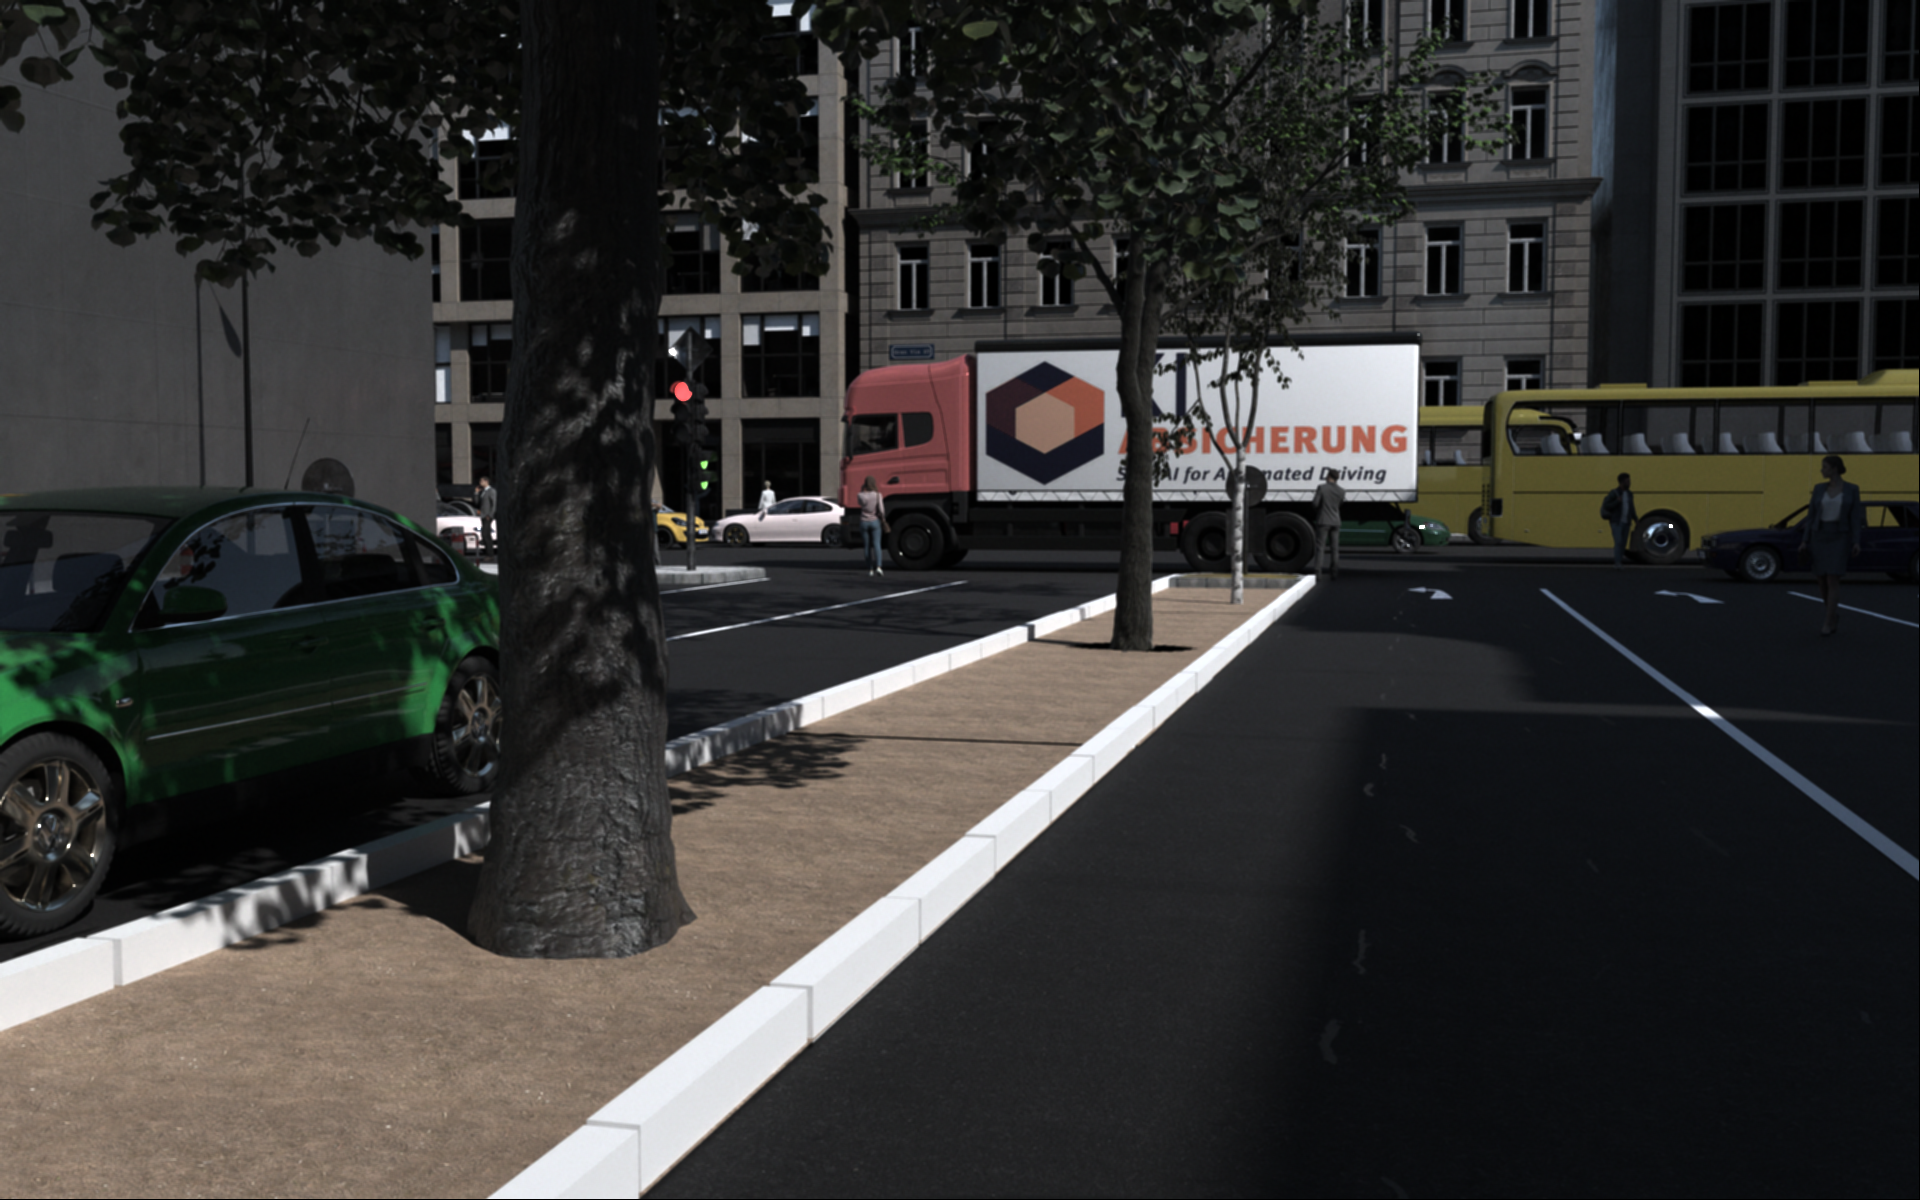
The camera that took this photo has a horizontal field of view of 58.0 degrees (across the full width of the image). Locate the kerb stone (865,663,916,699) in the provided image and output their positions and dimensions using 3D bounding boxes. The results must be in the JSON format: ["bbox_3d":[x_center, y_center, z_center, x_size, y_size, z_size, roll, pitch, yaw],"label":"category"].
[{"bbox_3d":[-0.532,0.596,12.467,0.120,0.150,1.000,1,4,15],"label":"kerb stone"}]

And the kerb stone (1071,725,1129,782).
[{"bbox_3d":[0.727,0.807,9.003,0.120,0.150,1.000,1,4,15],"label":"kerb stone"}]

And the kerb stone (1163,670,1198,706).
[{"bbox_3d":[1.509,0.627,11.981,0.120,0.150,1.000,1,4,15],"label":"kerb stone"}]

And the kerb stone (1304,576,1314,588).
[{"bbox_3d":[5.175,-0.223,25.927,0.120,0.150,1.000,1,4,15],"label":"kerb stone"}]

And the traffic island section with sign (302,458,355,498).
[{"bbox_3d":[-7.030,-0.592,18.305,1.989,1.847,2.006,1,4,15],"label":"traffic island section with sign"}]

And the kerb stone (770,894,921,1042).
[{"bbox_3d":[-0.315,1.051,5.019,0.120,0.150,1.000,1,4,15],"label":"kerb stone"}]

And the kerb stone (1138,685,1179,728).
[{"bbox_3d":[1.249,0.688,10.988,0.120,0.150,1.000,1,4,15],"label":"kerb stone"}]

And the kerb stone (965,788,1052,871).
[{"bbox_3d":[0.203,0.929,7.010,0.120,0.150,1.000,1,4,15],"label":"kerb stone"}]

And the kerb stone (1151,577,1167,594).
[{"bbox_3d":[2.866,-0.195,25.384,0.120,0.150,1.000,1,4,15],"label":"kerb stone"}]

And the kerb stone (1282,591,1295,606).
[{"bbox_3d":[4.121,0.016,21.938,0.120,0.150,1.000,1,4,15],"label":"kerb stone"}]

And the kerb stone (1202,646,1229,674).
[{"bbox_3d":[2.033,0.508,13.971,0.120,0.150,1.000,1,4,15],"label":"kerb stone"}]

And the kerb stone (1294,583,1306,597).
[{"bbox_3d":[4.652,-0.105,23.930,0.120,0.150,1.000,1,4,15],"label":"kerb stone"}]

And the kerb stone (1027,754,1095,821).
[{"bbox_3d":[0.465,0.872,8.011,0.120,0.150,1.000,1,4,15],"label":"kerb stone"}]

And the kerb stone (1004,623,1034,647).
[{"bbox_3d":[0.517,0.353,16.453,0.120,0.150,1.000,1,4,15],"label":"kerb stone"}]

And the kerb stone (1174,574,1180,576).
[{"bbox_3d":[3.379,-0.312,27.379,0.120,0.150,1.000,1,4,15],"label":"kerb stone"}]

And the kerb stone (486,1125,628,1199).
[{"bbox_3d":[-0.833,1.172,3.028,0.120,0.150,1.000,1,4,15],"label":"kerb stone"}]

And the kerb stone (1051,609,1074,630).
[{"bbox_3d":[1.032,0.230,18.439,0.120,0.150,1.000,1,4,15],"label":"kerb stone"}]

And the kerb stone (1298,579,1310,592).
[{"bbox_3d":[4.912,-0.167,24.924,0.120,0.150,1.000,1,4,15],"label":"kerb stone"}]

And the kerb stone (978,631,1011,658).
[{"bbox_3d":[0.257,0.415,15.454,0.120,0.150,1.000,1,4,15],"label":"kerb stone"}]

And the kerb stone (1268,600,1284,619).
[{"bbox_3d":[3.606,0.139,19.947,0.120,0.150,1.000,1,4,15],"label":"kerb stone"}]

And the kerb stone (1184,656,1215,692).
[{"bbox_3d":[1.778,0.564,12.975,0.120,0.150,1.000,1,4,15],"label":"kerb stone"}]

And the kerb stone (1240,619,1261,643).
[{"bbox_3d":[2.823,0.320,16.966,0.120,0.150,1.000,1,4,15],"label":"kerb stone"}]

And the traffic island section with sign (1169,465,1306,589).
[{"bbox_3d":[4.401,-1.157,27.054,2.006,1.907,1.989,1,4,15],"label":"traffic island section with sign"}]

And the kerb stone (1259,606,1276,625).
[{"bbox_3d":[3.334,0.200,18.953,0.120,0.150,1.000,1,4,15],"label":"kerb stone"}]

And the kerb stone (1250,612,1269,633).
[{"bbox_3d":[3.080,0.259,17.959,0.120,0.150,1.000,1,4,15],"label":"kerb stone"}]

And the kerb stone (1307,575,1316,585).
[{"bbox_3d":[5.442,-0.290,26.942,0.120,0.150,1.000,1,4,15],"label":"kerb stone"}]

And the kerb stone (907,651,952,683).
[{"bbox_3d":[-0.273,0.534,13.460,0.120,0.150,1.000,1,4,15],"label":"kerb stone"}]

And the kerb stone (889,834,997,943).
[{"bbox_3d":[-0.055,0.994,6.012,0.120,0.150,1.000,1,4,15],"label":"kerb stone"}]

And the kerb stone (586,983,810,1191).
[{"bbox_3d":[-0.581,1.112,4.022,0.120,0.150,1.000,1,4,15],"label":"kerb stone"}]

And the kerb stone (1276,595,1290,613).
[{"bbox_3d":[3.866,0.079,20.942,0.120,0.150,1.000,1,4,15],"label":"kerb stone"}]

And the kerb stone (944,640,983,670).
[{"bbox_3d":[-0.007,0.475,14.461,0.120,0.150,1.000,1,4,15],"label":"kerb stone"}]

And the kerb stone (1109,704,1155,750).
[{"bbox_3d":[0.981,0.748,9.997,0.120,0.150,1.000,1,4,15],"label":"kerb stone"}]

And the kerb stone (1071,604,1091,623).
[{"bbox_3d":[1.292,0.176,19.432,0.120,0.150,1.000,1,4,15],"label":"kerb stone"}]

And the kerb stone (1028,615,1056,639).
[{"bbox_3d":[0.779,0.291,17.445,0.120,0.150,1.000,1,4,15],"label":"kerb stone"}]

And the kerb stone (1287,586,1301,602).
[{"bbox_3d":[4.383,-0.045,22.930,0.120,0.150,1.000,1,4,15],"label":"kerb stone"}]

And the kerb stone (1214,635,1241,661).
[{"bbox_3d":[2.292,0.442,14.964,0.120,0.150,1.000,1,4,15],"label":"kerb stone"}]

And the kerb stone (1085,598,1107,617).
[{"bbox_3d":[1.558,0.108,20.423,0.120,0.150,1.000,1,4,15],"label":"kerb stone"}]

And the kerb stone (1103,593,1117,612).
[{"bbox_3d":[1.819,0.048,21.415,0.120,0.150,1.000,1,4,15],"label":"kerb stone"}]

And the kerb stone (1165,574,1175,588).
[{"bbox_3d":[3.116,-0.255,26.380,0.120,0.150,1.000,1,4,15],"label":"kerb stone"}]

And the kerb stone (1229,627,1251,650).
[{"bbox_3d":[2.553,0.381,15.965,0.120,0.150,1.000,1,4,15],"label":"kerb stone"}]
